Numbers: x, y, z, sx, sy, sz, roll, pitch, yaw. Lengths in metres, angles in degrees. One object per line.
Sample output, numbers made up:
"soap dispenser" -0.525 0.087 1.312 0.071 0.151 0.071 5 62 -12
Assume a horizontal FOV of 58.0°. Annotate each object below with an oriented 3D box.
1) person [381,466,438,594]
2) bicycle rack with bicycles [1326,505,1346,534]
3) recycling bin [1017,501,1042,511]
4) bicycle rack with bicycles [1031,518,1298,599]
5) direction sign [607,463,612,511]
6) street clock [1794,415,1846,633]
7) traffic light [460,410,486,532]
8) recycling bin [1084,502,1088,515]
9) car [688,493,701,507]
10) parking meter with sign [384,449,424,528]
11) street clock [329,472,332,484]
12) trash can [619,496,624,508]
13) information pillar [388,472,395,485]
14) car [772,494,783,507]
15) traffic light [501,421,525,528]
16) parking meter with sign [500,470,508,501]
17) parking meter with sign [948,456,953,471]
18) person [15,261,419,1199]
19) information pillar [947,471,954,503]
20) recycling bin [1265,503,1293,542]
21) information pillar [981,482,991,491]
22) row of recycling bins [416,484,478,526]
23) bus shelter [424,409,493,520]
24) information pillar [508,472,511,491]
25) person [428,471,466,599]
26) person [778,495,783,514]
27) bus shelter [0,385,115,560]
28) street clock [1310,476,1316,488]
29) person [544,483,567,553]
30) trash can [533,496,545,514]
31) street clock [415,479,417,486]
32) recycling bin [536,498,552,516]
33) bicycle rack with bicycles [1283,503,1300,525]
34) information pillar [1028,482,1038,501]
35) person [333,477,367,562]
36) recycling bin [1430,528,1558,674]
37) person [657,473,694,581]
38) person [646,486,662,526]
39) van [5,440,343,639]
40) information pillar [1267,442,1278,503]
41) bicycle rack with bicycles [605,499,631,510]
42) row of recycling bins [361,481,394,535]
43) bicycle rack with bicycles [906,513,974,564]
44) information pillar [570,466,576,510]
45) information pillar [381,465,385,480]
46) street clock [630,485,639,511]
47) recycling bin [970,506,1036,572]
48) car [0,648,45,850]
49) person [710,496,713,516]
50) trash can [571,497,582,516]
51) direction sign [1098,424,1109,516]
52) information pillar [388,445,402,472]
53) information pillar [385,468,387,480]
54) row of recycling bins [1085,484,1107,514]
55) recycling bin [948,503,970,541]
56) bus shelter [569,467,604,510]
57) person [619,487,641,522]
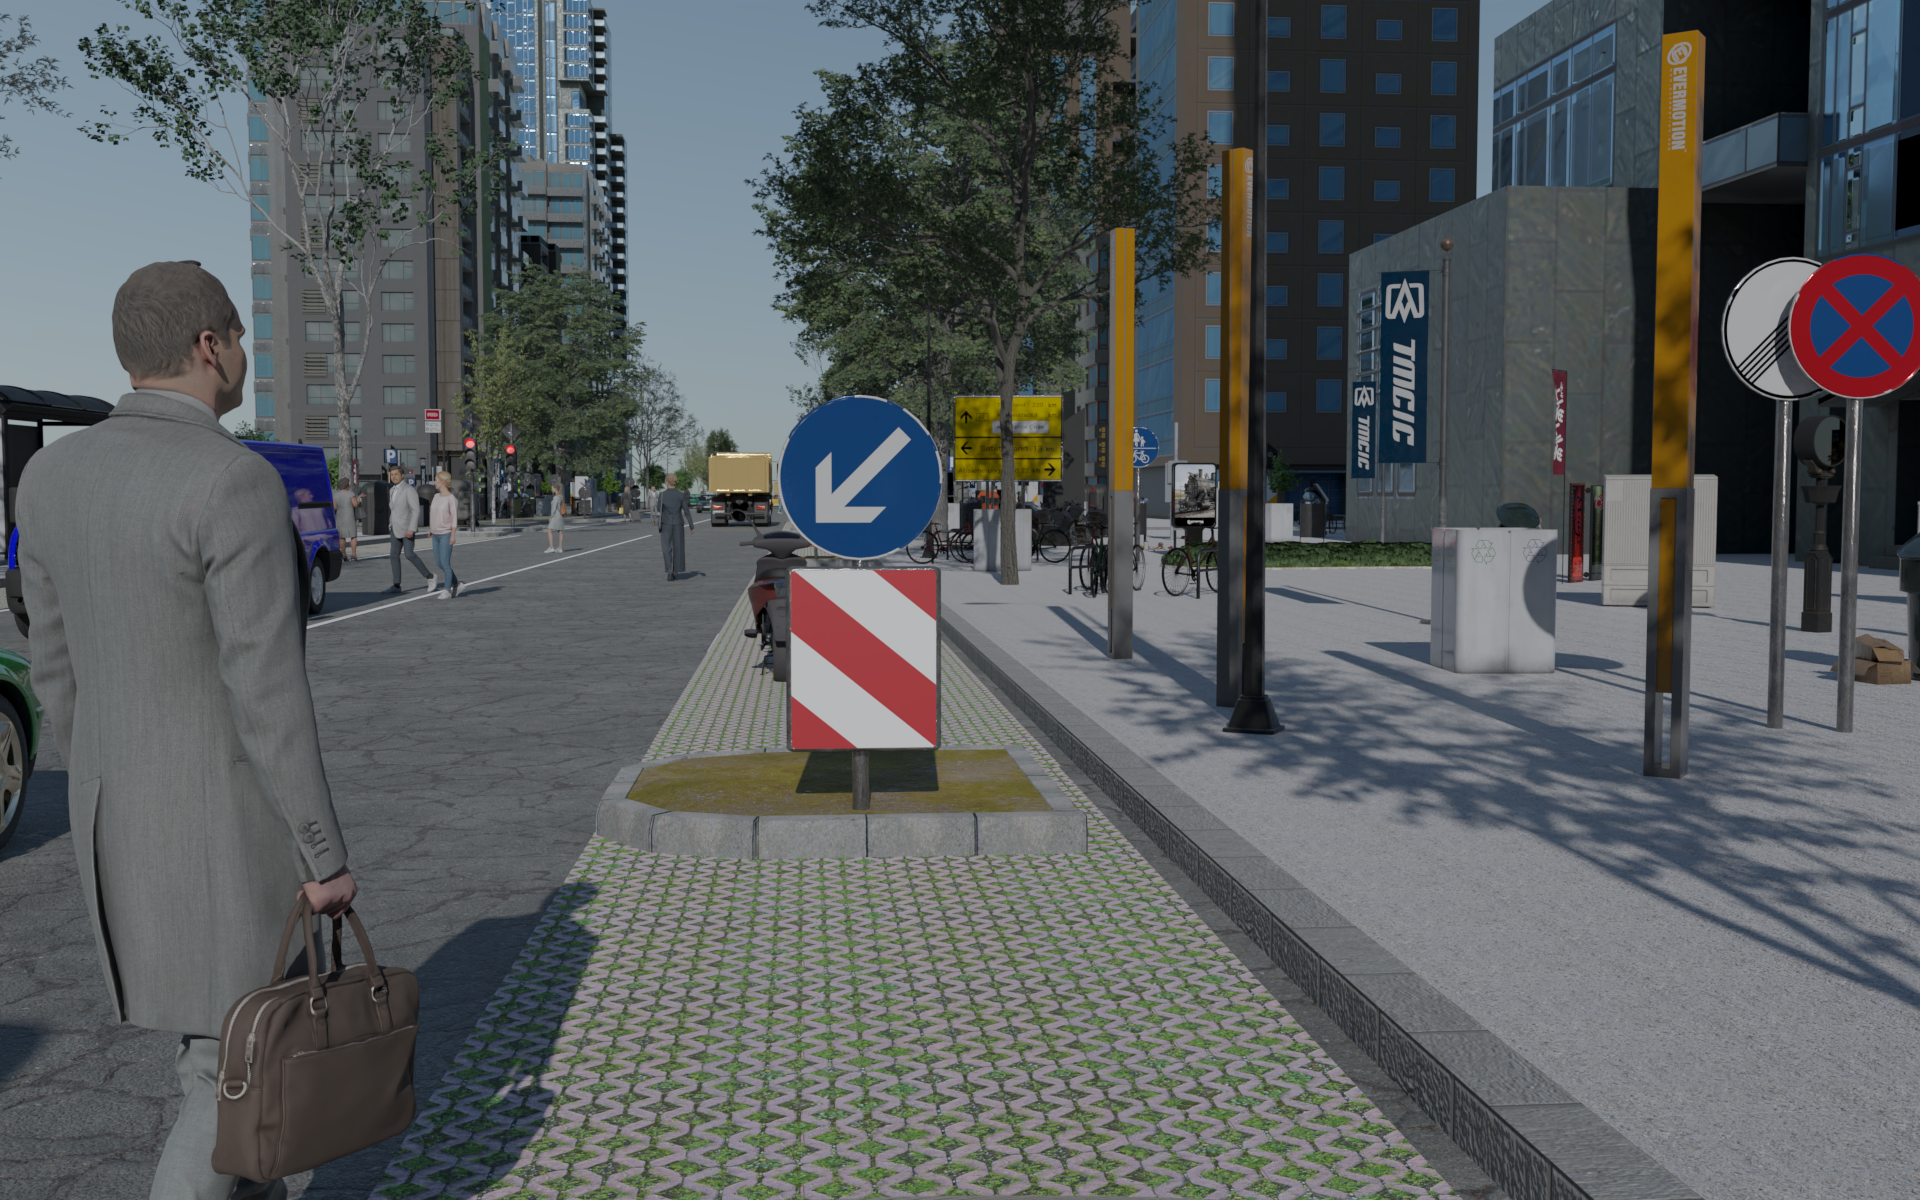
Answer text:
"person" -8.019 -1.027 25.134 0.661 1.843 0.795 3 5 41
"bicycle rack with bicycles" 12.922 -2.576 55.495 2.852 0.926 2.925 0 4 -6
"recycling bin" 2.525 -2.846 59.081 0.722 1.027 0.722 3 5 41
"bicycle rack with bicycles" 2.417 -0.546 22.310 2.852 0.926 2.925 2 4 32
"direction sign" -25.185 -8.106 124.537 0.379 3.537 0.876 -2 4 -32
"street clock" 7.969 -0.703 16.057 0.471 2.002 0.358 -1 4 -23
"traffic light" -16.391 -4.240 58.247 0.839 4.253 0.868 0 4 -5
"recycling bin" 3.796 -2.707 56.808 0.722 1.027 0.722 1 4 9
"car" -26.419 -10.015 172.534 1.959 1.807 4.718 0 4 -5
"parking meter with sign" -21.420 -4.317 66.848 1.738 3.016 0.543 2 4 33
"street clock" -20.864 -3.207 56.997 0.358 2.002 0.471 1 4 10
"trash can" -24.626 -7.053 126.963 0.748 1.137 0.748 0 3 0
"information pillar" -18.995 -3.279 58.106 0.304 2.012 0.304 -1 4 -18
"car" -18.243 -9.927 172.525 2.015 1.641 3.980 0 4 -5
"traffic light" -17.106 -4.727 66.200 0.839 4.253 0.868 0 4 -5
"parking meter with sign" -32.130 -7.693 122.037 0.543 3.016 1.738 -2 4 -33
"parking meter with sign" -0.464 -5.145 80.387 0.543 3.016 1.738 -1 4 -13
"person" -1.236 0.348 2.908 0.694 1.812 0.767 2 4 28
"information pillar" -0.377 -3.160 56.161 0.304 2.012 0.304 -2 4 -27
"recycling bin" 8.414 -2.065 46.314 0.722 1.027 0.722 -2 4 -27
"information pillar" 1.068 -4.721 68.548 0.504 3.616 0.183 3 4 39
"row of recycling bins" -20.897 -3.874 70.456 1.069 1.692 3.534 1 4 18
"bus shelter" -24.296 -6.515 84.148 2.179 5.291 8.768 0 4 -5
"information pillar" -29.190 -7.429 112.816 0.504 3.616 0.183 1 4 13
"person" -7.032 -0.891 23.735 0.731 1.740 0.598 2 4 30
"person" -13.116 -7.160 126.405 0.643 1.720 0.563 -3 4 -37
"bus shelter" -17.860 -2.395 33.077 2.014 3.302 5.546 0 4 -5
"street clock" 14.482 -4.072 71.147 0.358 2.002 0.471 1 4 12
"person" -9.888 -2.018 42.497 0.522 1.701 0.512 0 4 8
"trash can" -25.588 -5.730 105.346 0.748 1.137 0.748 0 3 0
"street clock" -23.185 -4.193 73.121 0.471 2.002 0.358 1 4 19
"recycling bin" -24.608 -5.497 102.429 0.722 1.027 0.722 -2 4 -31
"bicycle rack with bicycles" 12.944 -3.521 70.953 2.925 0.926 2.852 2 4 27
"information pillar" 2.809 -4.636 67.149 0.504 3.616 0.183 -3 5 -41
"person" -12.882 -1.704 36.714 0.716 1.782 0.532 1 4 10
"recycling bin" 3.900 -0.008 12.693 0.722 1.027 0.722 0 4 -1
"person" -4.724 -1.207 28.650 0.576 1.772 0.534 -2 4 -34
"person" -13.913 -4.289 78.740 0.709 1.813 0.853 -3 4 -36
"van" -8.469 -0.892 18.965 2.240 2.365 5.245 0 4 -4
"information pillar" 14.025 -5.295 77.920 0.504 3.616 0.183 1 4 9
"bicycle rack with bicycles" -27.307 -7.728 139.732 2.852 0.926 2.925 -2 4 -30
"row of recycling bins" -18.656 -2.973 55.727 1.069 1.692 3.534 -1 4 -15
"bicycle rack with bicycles" 0.634 -1.168 32.477 2.925 0.926 2.852 1 4 10
"information pillar" -27.201 -7.975 121.743 0.183 3.616 0.504 1 4 19
"information pillar" -45.650 -8.929 137.342 0.183 3.616 0.504 3 5 42
"street clock" -25.699 -8.126 137.432 0.471 2.002 0.358 -2 4 -24
"recycling bin" 0.712 -1.002 28.930 0.722 1.027 0.722 3 5 40
"car" -4.550 0.211 5.339 1.959 1.807 4.718 0 4 -5
"person" -15.543 -5.864 108.628 0.306 1.304 0.590 -1 4 -15
"trash can" -22.383 -5.470 101.083 0.748 1.137 0.748 0 3 0
"direction sign" 4.756 -3.896 55.690 0.379 3.537 0.876 -3 4 -39
"information pillar" -26.545 -5.517 81.558 0.504 3.616 0.183 -1 4 -13
"information pillar" -37.370 -7.502 114.016 0.504 3.616 0.183 -1 4 -14
"row of recycling bins" 5.426 -3.906 70.970 1.069 1.692 3.534 -3 4 -37
"recycling bin" 0.104 -2.137 47.499 0.722 1.027 0.722 2 4 30
"bus shelter" -28.908 -8.592 134.409 2.014 3.302 5.546 0 4 -5
"person" -16.813 -4.855 88.094 0.699 1.804 1.509 -2 4 -31
